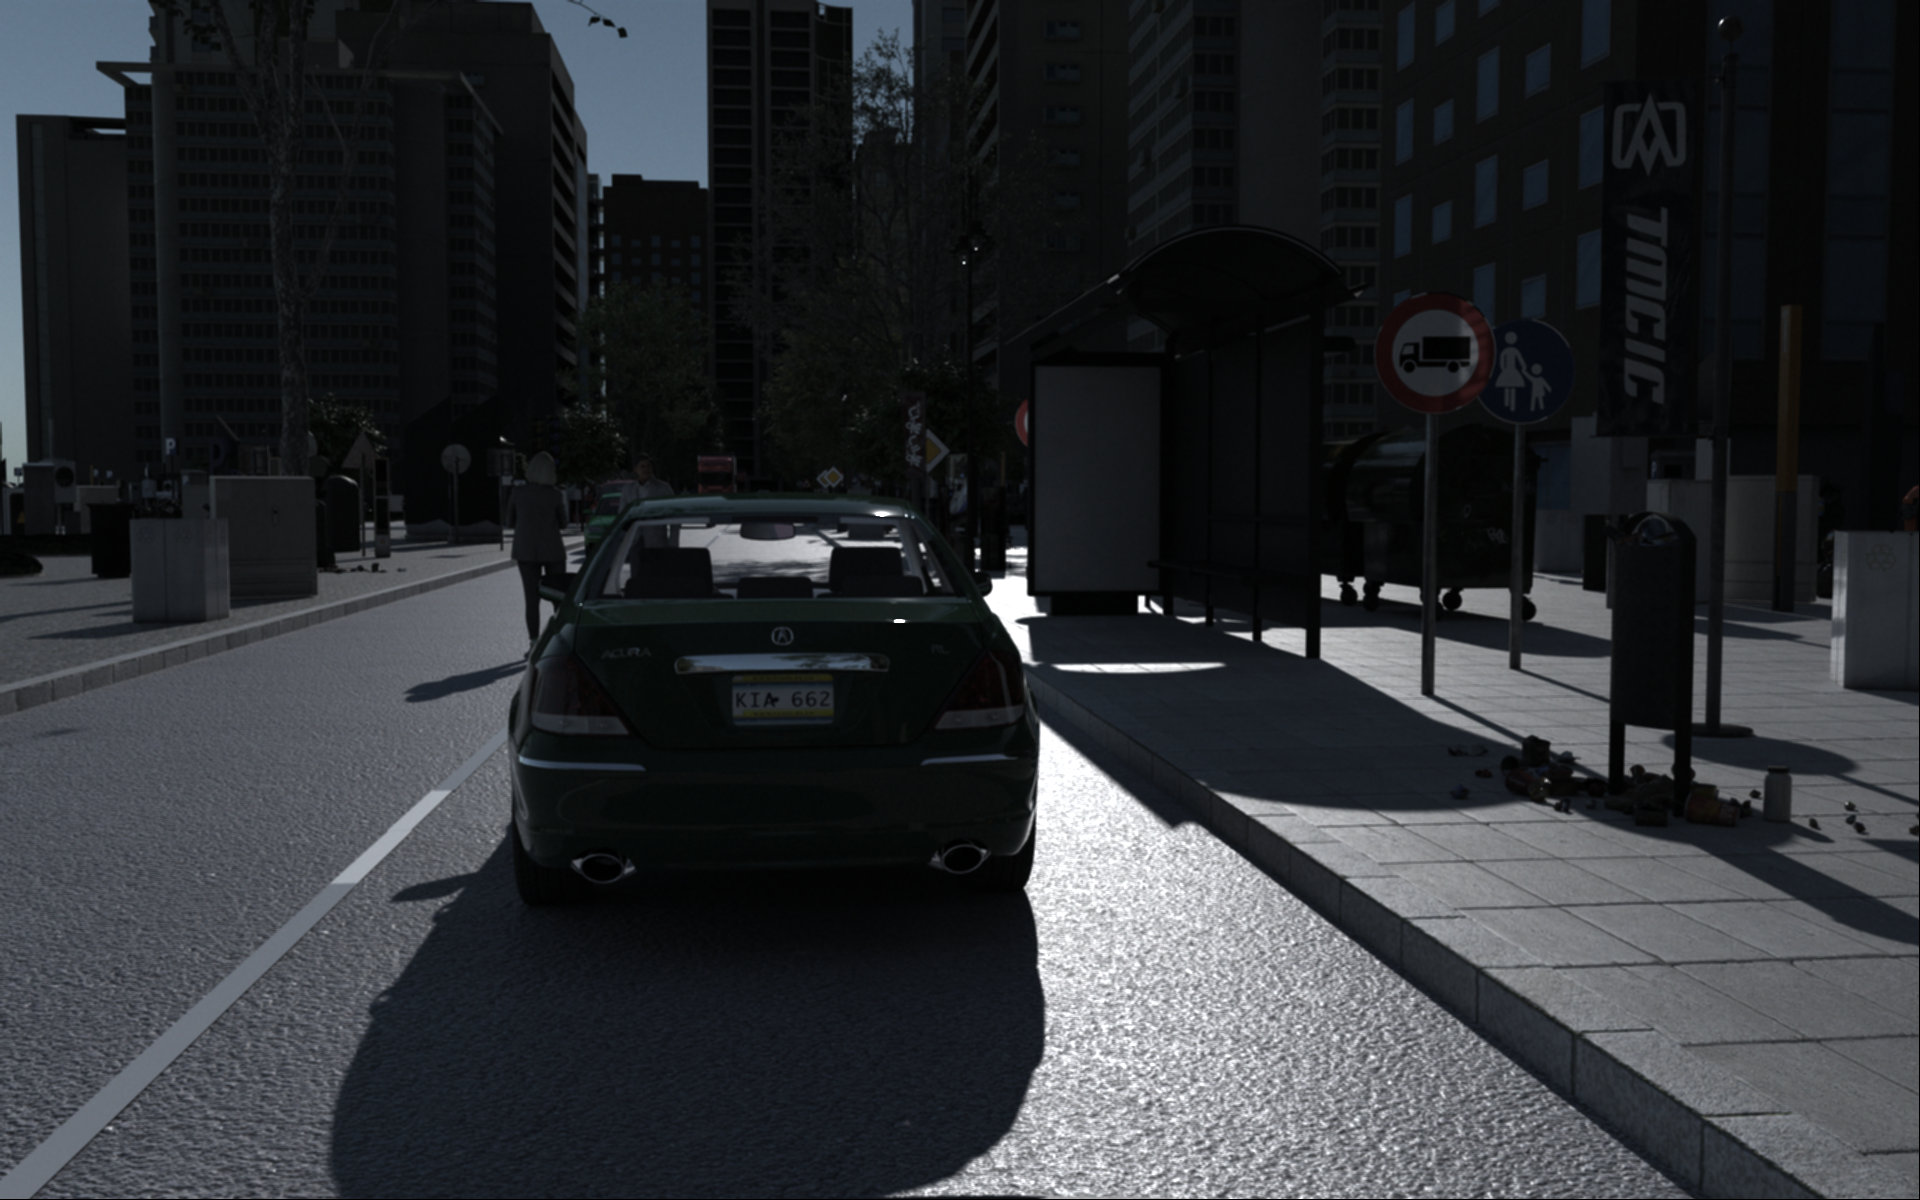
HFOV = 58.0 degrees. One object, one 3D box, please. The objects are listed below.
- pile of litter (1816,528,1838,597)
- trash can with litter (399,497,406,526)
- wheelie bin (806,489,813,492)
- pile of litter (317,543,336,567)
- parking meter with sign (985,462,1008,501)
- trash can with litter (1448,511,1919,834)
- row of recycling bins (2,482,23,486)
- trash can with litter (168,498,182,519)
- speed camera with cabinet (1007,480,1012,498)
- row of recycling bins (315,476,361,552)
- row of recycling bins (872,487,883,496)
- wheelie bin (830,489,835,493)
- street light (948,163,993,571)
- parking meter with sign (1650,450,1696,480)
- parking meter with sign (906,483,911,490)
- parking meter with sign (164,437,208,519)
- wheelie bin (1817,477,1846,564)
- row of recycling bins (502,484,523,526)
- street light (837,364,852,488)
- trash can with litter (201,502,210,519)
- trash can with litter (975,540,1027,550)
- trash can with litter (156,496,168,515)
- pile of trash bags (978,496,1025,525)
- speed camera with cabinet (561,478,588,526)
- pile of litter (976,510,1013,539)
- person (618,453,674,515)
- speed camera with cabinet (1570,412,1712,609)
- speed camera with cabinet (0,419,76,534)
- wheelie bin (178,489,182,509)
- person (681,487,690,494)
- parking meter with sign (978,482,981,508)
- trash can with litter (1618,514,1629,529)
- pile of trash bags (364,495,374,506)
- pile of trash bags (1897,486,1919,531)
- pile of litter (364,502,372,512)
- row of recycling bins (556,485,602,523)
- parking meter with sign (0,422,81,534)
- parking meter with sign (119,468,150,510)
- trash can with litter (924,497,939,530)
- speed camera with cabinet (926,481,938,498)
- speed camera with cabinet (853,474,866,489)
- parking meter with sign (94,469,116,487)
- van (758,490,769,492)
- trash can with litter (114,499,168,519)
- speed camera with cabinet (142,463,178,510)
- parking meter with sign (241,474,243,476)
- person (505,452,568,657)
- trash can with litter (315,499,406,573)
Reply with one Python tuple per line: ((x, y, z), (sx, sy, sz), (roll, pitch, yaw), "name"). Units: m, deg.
((11.277, -0.470, 21.654), (1.719, 0.858, 1.176), (-3, 5, -43), "pile of litter")
((-22.127, -3.592, 70.121), (0.624, 1.170, 1.055), (2, 4, 28), "trash can with litter")
((-10.230, -6.770, 118.599), (0.980, 1.594, 0.693), (-1, 4, -14), "wheelie bin")
((-11.636, -0.990, 30.155), (1.176, 0.858, 1.719), (3, 5, 44), "pile of litter")
((2.168, -5.881, 92.414), (1.738, 3.016, 0.543), (1, 4, 17), "parking meter with sign")
((2.879, 0.218, 7.496), (1.678, 1.210, 2.233), (-1, 4, -8), "trash can with litter")
((-32.606, -3.139, 58.428), (3.534, 1.692, 1.069), (1, 4, 14), "row of recycling bins")
((-21.340, -2.131, 46.227), (1.055, 1.170, 0.624), (1, 4, 11), "trash can with litter")
((2.403, -7.217, 112.336), (2.038, 3.252, 0.660), (-2, 4, -34), "speed camera with cabinet")
((-14.534, -2.004, 39.875), (1.069, 1.692, 3.534), (-2, 4, -30), "row of recycling bins")
((-6.189, -8.419, 144.767), (3.534, 1.692, 1.069), (2, 4, 29), "row of recycling bins")
((-8.527, -6.411, 112.720), (0.980, 1.594, 0.693), (3, 5, 40), "wheelie bin")
((0.140, -3.170, 24.611), (0.468, 5.910, 1.993), (0, 4, -6), "street light")
((12.388, -2.070, 30.114), (1.738, 3.016, 0.543), (0, 4, 6), "parking meter with sign")
((-4.156, -8.054, 127.939), (1.738, 3.016, 0.543), (-2, 4, -24), "parking meter with sign")
((-23.931, -3.545, 54.216), (0.543, 3.016, 1.738), (2, 4, 27), "parking meter with sign")
((15.960, -1.473, 31.992), (0.693, 1.594, 0.980), (1, 4, 17), "wheelie bin")
((-18.097, -3.861, 70.248), (1.069, 1.692, 3.534), (-2, 4, -27), "row of recycling bins")
((-4.112, -5.442, 61.768), (0.468, 5.910, 1.993), (0, 4, -6), "street light")
((-10.077, -0.786, 24.239), (1.055, 1.170, 0.624), (0, 4, -1), "trash can with litter")
((0.836, -1.831, 40.990), (1.678, 1.210, 2.233), (0, 4, -4), "trash can with litter")
((-32.192, -3.634, 70.479), (2.233, 1.210, 1.678), (1, 4, 13), "trash can with litter")
((2.646, -3.822, 72.243), (3.447, 1.369, 1.912), (-1, 4, -16), "pile of trash bags")
((-15.879, -4.586, 69.315), (0.660, 3.252, 2.038), (3, 4, 39), "speed camera with cabinet")
((0.993, -2.207, 50.046), (1.176, 0.858, 1.719), (1, 4, 10), "pile of litter")
((-3.139, -0.562, 17.536), (0.661, 1.843, 0.795), (1, 4, 8), "person")
((7.906, -1.567, 19.950), (2.038, 3.252, 0.660), (-2, 4, -33), "speed camera with cabinet")
((-24.021, -3.094, 44.924), (0.660, 3.252, 2.038), (2, 4, 26), "speed camera with cabinet")
((-52.260, -6.641, 116.492), (0.980, 1.594, 0.693), (1, 4, 11), "wheelie bin")
((-14.905, -5.237, 94.136), (0.660, 1.820, 0.620), (-2, 4, -24), "person")
((0.949, -6.960, 110.049), (1.738, 3.016, 0.543), (-2, 4, -24), "parking meter with sign")
((11.036, -1.072, 28.910), (1.055, 1.170, 0.624), (-3, 5, -43), "trash can with litter")
((-45.072, -7.515, 132.616), (1.912, 1.369, 3.447), (1, 4, 20), "pile of trash bags")
((10.416, -0.388, 16.097), (1.912, 1.369, 3.447), (-2, 4, -30), "pile of trash bags")
((-33.083, -5.072, 96.894), (1.176, 0.858, 1.719), (-3, 5, -44), "pile of litter")
((-16.592, -4.331, 77.930), (3.534, 1.692, 1.069), (-2, 4, -24), "row of recycling bins")
((-22.471, -2.815, 42.285), (1.738, 3.016, 0.543), (-2, 4, -29), "parking meter with sign")
((-55.464, -7.352, 116.463), (1.738, 3.016, 0.543), (-3, 5, -45), "parking meter with sign")
((-1.106, -3.038, 61.057), (0.624, 1.170, 1.055), (-1, 4, -21), "trash can with litter")
((-0.982, -6.717, 104.155), (2.038, 3.252, 0.660), (0, 4, 4), "speed camera with cabinet")
((-5.511, -6.905, 107.232), (2.038, 3.252, 0.660), (0, 4, 4), "speed camera with cabinet")
((-60.631, -7.735, 122.732), (0.543, 3.016, 1.738), (1, 4, 12), "parking meter with sign")
((-21.267, -11.033, 187.398), (2.013, 2.044, 4.112), (0, 4, -8), "van")
((-19.299, -1.785, 40.564), (0.624, 1.170, 1.055), (3, 5, 40), "trash can with litter")
((-50.940, -7.091, 110.277), (2.038, 3.252, 0.660), (0, 4, 2), "speed camera with cabinet")
((-51.927, -8.013, 127.269), (1.738, 3.016, 0.543), (0, 4, -5), "parking meter with sign")
((-3.732, -0.406, 15.321), (0.537, 1.800, 0.526), (0, 4, -3), "person")
((-10.267, -1.057, 28.334), (2.233, 1.210, 1.678), (0, 4, -7), "trash can with litter")
